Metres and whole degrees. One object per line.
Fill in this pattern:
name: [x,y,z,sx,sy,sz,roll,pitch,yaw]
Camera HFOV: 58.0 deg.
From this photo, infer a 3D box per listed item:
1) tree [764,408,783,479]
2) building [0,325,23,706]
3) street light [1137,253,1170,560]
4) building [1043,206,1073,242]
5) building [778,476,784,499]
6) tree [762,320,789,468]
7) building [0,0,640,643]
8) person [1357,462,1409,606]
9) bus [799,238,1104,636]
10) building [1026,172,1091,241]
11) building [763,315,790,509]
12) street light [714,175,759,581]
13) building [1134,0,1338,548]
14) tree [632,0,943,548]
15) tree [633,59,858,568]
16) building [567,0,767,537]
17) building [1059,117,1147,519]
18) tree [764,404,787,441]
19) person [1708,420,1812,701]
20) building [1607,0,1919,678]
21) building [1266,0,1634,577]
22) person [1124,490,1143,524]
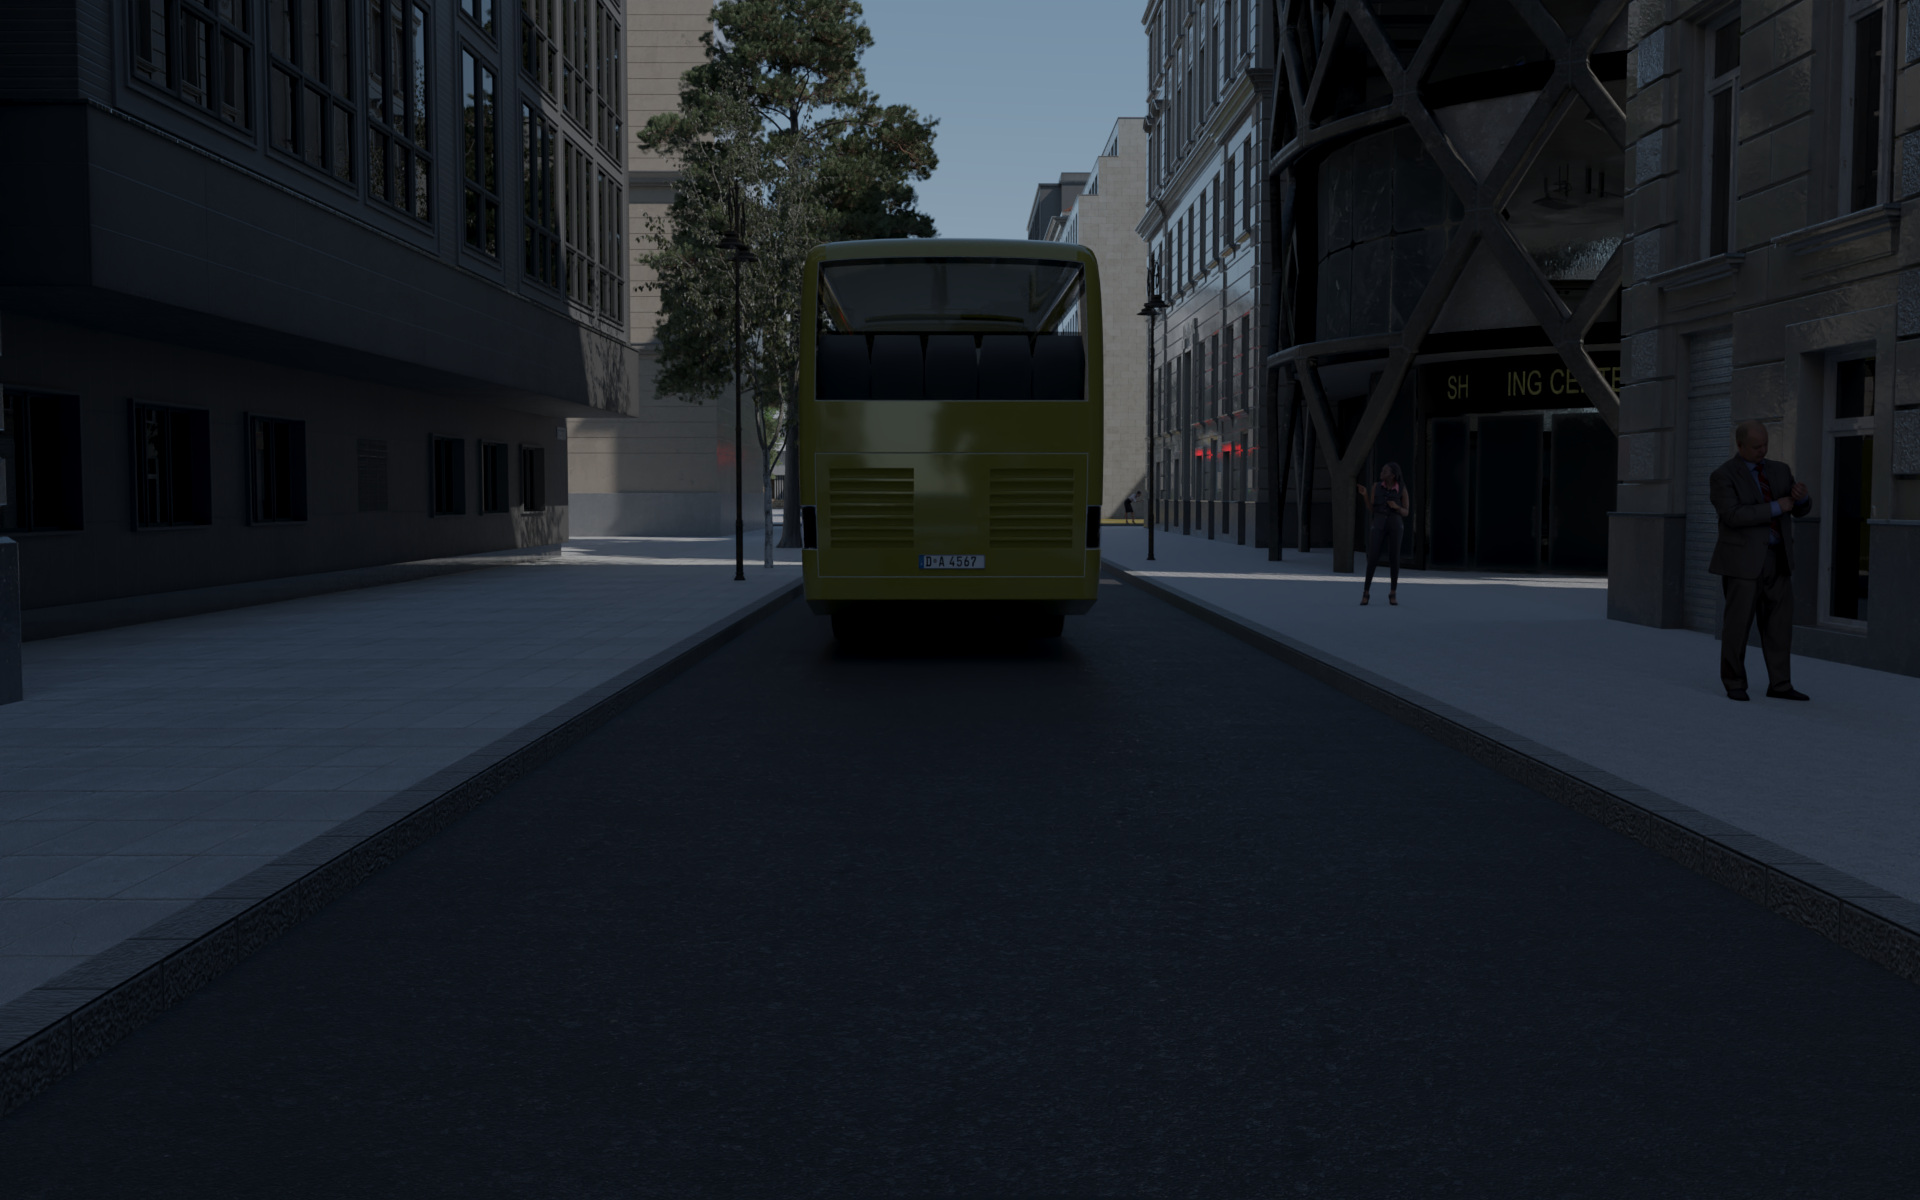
tree: [-17.133,-13.293,135.461,7.486,12.596,7.792,0,3,0]
building: [-10.572,-10.515,0.801,11.050,23.489,19.941,0,4,0]
street light: [3.709,-3.710,33.447,0.468,5.910,1.993,0,4,0]
building: [11.334,-17.119,116.046,11.583,22.565,21.152,0,4,0]
building: [-14.524,-19.037,177.709,16.747,18.905,31.486,0,4,0]
tree: [-11.049,-9.655,79.918,6.751,12.117,7.091,0,3,0]
building: [-13.441,-14.019,22.723,14.314,27.812,24.014,0,4,0]
person: [4.867,-0.758,19.914,0.593,1.643,0.415,-1,4,-22]
bus: [-0.172,-1.760,20.328,2.896,3.916,12.252,0,4,-1]
building: [12.856,-21.096,138.434,14.314,27.812,24.014,0,4,0]
building: [-13.465,-18.340,156.283,16.016,20.091,11.380,0,4,0]
street light: [-3.274,-3.228,25.567,0.468,5.910,1.993,0,4,0]
building: [12.597,-15.602,52.362,12.463,27.353,25.104,0,4,0]
tree: [-3.744,-8.179,41.146,7.806,13.903,7.818,0,3,0]
tree: [-3.363,-4.844,29.558,4.360,8.622,3.978,0,3,0]
building: [-18.320,-16.527,57.601,23.554,28.519,14.401,0,4,0]
building: [11.168,-14.791,96.581,10.420,20.320,16.860,0,4,0]
tree: [-14.390,-11.828,119.138,9.928,11.665,9.643,0,3,0]
person: [4.991,-0.246,10.747,0.565,1.739,0.600,-3,4,-36]
building: [12.332,-12.700,4.907,12.463,27.353,25.104,0,4,0]
building: [14.019,-10.046,31.709,16.820,18.784,16.811,0,4,0]
person: [7.495,-4.015,74.881,0.799,1.438,0.628,0,4,0]
